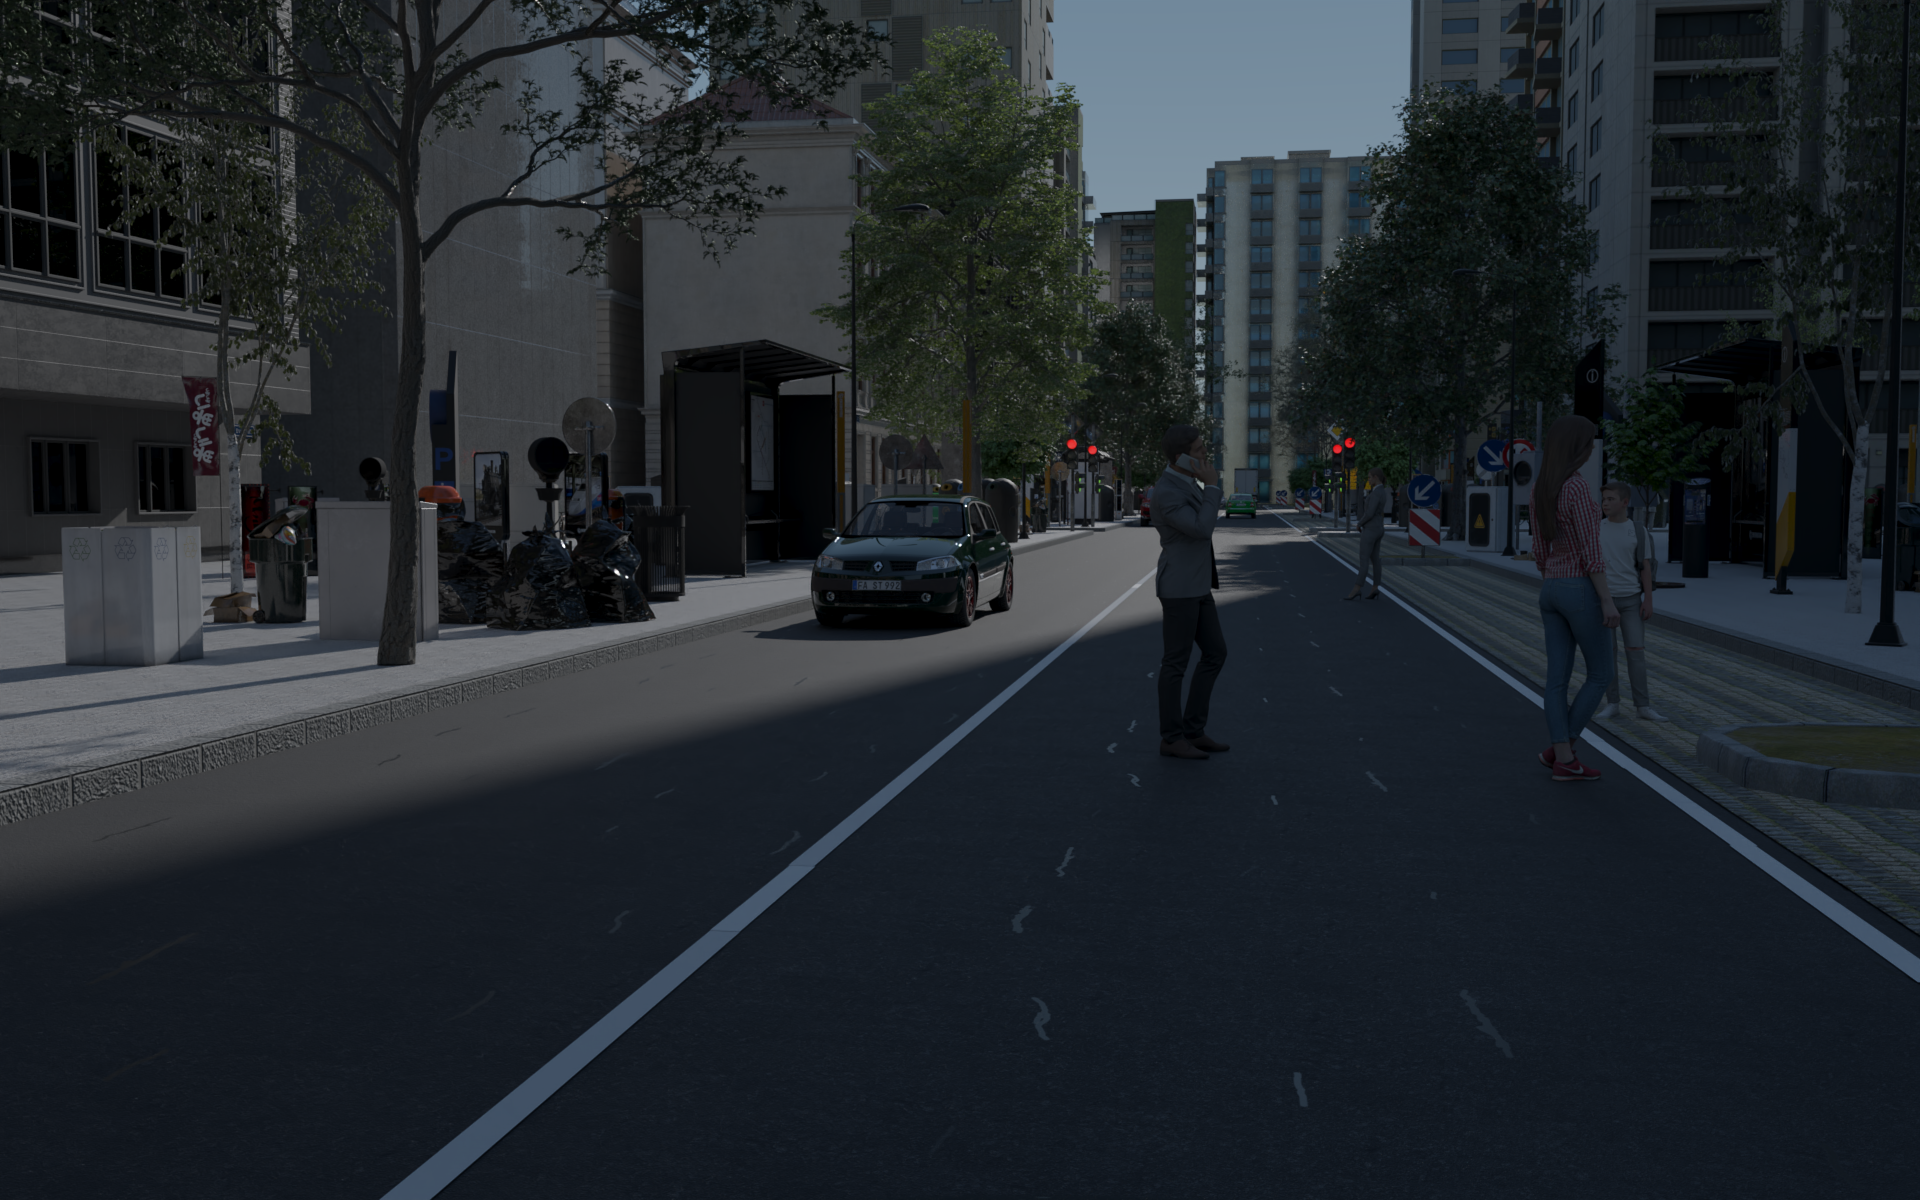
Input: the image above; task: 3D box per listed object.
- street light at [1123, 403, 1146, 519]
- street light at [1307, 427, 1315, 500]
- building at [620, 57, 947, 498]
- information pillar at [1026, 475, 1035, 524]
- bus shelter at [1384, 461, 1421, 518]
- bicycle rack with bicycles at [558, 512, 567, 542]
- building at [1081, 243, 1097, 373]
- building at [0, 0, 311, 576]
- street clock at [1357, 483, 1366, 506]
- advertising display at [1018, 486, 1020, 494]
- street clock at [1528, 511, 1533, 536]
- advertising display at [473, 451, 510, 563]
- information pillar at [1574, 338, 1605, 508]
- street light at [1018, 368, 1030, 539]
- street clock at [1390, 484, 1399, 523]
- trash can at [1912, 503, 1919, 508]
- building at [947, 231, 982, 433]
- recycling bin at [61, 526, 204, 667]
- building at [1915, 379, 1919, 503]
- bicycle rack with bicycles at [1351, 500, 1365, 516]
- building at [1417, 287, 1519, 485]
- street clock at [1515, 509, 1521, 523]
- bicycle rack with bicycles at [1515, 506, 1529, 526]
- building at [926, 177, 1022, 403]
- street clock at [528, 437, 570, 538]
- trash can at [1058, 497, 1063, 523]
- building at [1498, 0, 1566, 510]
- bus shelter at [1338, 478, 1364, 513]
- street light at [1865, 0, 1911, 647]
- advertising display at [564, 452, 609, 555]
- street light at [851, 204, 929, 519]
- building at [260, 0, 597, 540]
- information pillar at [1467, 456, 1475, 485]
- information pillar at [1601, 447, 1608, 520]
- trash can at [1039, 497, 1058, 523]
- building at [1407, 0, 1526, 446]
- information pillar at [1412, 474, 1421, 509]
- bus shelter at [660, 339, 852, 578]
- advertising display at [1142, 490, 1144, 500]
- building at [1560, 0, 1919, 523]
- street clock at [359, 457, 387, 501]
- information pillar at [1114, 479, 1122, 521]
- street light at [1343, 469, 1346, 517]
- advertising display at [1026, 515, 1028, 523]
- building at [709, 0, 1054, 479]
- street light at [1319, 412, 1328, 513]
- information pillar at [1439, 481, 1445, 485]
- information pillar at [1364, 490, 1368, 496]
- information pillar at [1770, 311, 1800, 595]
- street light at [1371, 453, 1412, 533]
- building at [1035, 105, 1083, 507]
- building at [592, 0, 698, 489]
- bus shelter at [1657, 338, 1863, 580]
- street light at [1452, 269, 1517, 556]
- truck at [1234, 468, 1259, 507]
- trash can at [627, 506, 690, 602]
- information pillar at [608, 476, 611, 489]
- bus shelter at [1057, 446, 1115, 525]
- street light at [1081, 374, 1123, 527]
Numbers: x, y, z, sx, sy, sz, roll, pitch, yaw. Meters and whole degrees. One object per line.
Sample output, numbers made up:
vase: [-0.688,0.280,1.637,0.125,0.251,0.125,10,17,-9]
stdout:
street light: [8.780,-7.084,88.363,1.470,5.913,1.316,1,4,9]
street light: [24.386,-8.892,117.929,1.470,5.913,1.316,1,4,9]
building: [-8.345,-15.550,90.397,11.583,22.565,21.152,1,4,9]
information pillar: [2.878,-4.976,72.719,0.504,3.616,0.183,2,4,27]
bus shelter: [23.127,-5.999,92.000,2.014,3.302,5.546,1,4,9]
bicycle rack with bicycles: [-9.000,-1.761,42.175,2.852,0.926,2.925,-1,4,-17]
building: [8.649,-26.291,201.561,14.107,30.474,14.160,1,4,9]
building: [-21.103,-14.009,22.547,14.314,27.812,24.014,1,4,9]
street clock: [21.160,-5.305,91.312,0.358,2.002,0.471,-1,4,-22]
advertising display: [4.192,-7.419,126.512,0.974,1.923,0.123,1,4,17]
street clock: [17.681,-2.993,53.502,0.471,2.002,0.358,1,4,20]
advertising display: [-7.123,-1.293,26.355,0.123,1.923,0.974,-3,5,-40]
information pillar: [9.558,-2.140,26.343,0.183,3.616,0.504,-2,4,-32]
street light: [2.357,-4.686,49.160,1.470,5.913,1.316,1,4,9]
street clock: [18.957,-4.344,75.598,0.358,2.002,0.471,3,4,37]
trash can: [16.204,-1.050,28.828,0.748,1.137,0.748,0,3,0]
building: [-5.845,-16.833,111.384,11.583,22.565,21.152,1,4,9]
recycling bin: [-6.310,-0.041,13.231,0.722,1.027,0.722,1,4,9]
building: [33.203,-43.577,25.160,22.319,86.520,31.000,1,4,9]
bicycle rack with bicycles: [23.566,-5.285,99.795,2.852,0.926,2.925,-3,5,-44]
building: [56.972,-19.113,157.529,27.650,21.520,28.899,1,4,9]
street clock: [25.136,-4.493,78.024,0.358,2.002,0.471,-3,4,-38]
bicycle rack with bicycles: [22.330,-3.533,71.143,2.925,0.926,2.852,-1,4,-11]
building: [-2.434,-18.367,129.977,12.332,23.373,15.834,1,4,9]
street clock: [-5.223,-1.068,22.035,0.471,2.002,0.358,-2,4,-35]
trash can: [4.344,-4.074,78.265,0.748,1.137,0.748,0,3,0]
building: [47.361,-27.965,111.848,22.147,44.769,28.867,1,4,9]
bus shelter: [25.618,-7.339,113.921,2.014,3.302,5.546,1,4,9]
street light: [7.330,-2.573,14.617,1.470,5.913,1.316,1,4,9]
advertising display: [-5.841,-1.338,27.090,0.974,1.923,0.123,3,5,41]
street light: [-1.186,-3.389,27.958,1.470,5.913,1.316,1,4,9]
building: [-21.345,-13.921,45.630,19.932,24.808,12.078,1,4,9]
information pillar: [31.377,-7.038,106.423,0.183,3.616,0.504,-3,5,-40]
information pillar: [9.992,-1.393,27.274,0.304,2.012,0.304,3,5,39]
trash can: [3.705,-3.951,76.246,0.748,1.137,0.748,0,3,0]
building: [58.644,-39.328,185.013,21.231,58.520,28.212,1,4,9]
information pillar: [16.951,-3.660,64.325,0.304,2.012,0.304,2,4,27]
bus shelter: [-3.303,-2.337,29.495,1.731,3.624,6.357,1,4,9]
advertising display: [13.875,-7.703,131.164,0.123,1.923,0.974,1,4,8]
building: [41.005,-39.318,81.095,20.611,71.187,20.563,1,4,9]
street clock: [-11.591,-1.814,34.229,0.471,2.002,0.358,0,4,7]
information pillar: [7.687,-4.871,84.140,0.304,2.012,0.304,-1,4,-12]
street light: [17.339,-6.274,75.126,1.470,5.913,1.316,1,4,9]
advertising display: [2.886,-4.237,74.481,0.123,1.923,0.974,1,4,18]
building: [-6.008,-34.808,158.346,28.713,52.752,27.495,1,4,9]
street light: [20.921,-7.595,96.715,1.470,5.913,1.316,1,4,9]
information pillar: [26.587,-5.584,95.792,0.304,2.012,0.304,-3,5,-41]
information pillar: [32.554,-9.044,139.228,0.504,3.616,0.183,-1,4,-19]
information pillar: [10.535,-1.878,22.055,0.183,3.616,0.504,1,4,9]
street light: [14.394,-5.192,57.432,1.470,5.913,1.316,1,4,9]
building: [4.923,-30.234,177.926,14.154,41.232,14.086,1,4,9]
building: [-25.159,-18.568,89.495,20.117,28.700,13.634,1,4,9]
bus shelter: [13.129,-2.305,28.964,1.731,3.624,6.357,1,4,9]
street light: [10.858,-3.870,35.821,1.470,5.913,1.316,1,4,9]
truck: [31.892,-12.479,192.947,2.839,4.237,11.283,1,4,10]
trash can: [-3.613,-0.561,20.819,0.748,1.137,0.748,0,3,0]
information pillar: [-14.579,-4.104,71.588,0.304,2.012,0.304,0,4,-3]
bus shelter: [5.502,-4.965,75.098,2.014,3.302,5.546,1,4,9]
street light: [5.408,-5.785,67.133,1.470,5.913,1.316,1,4,9]
